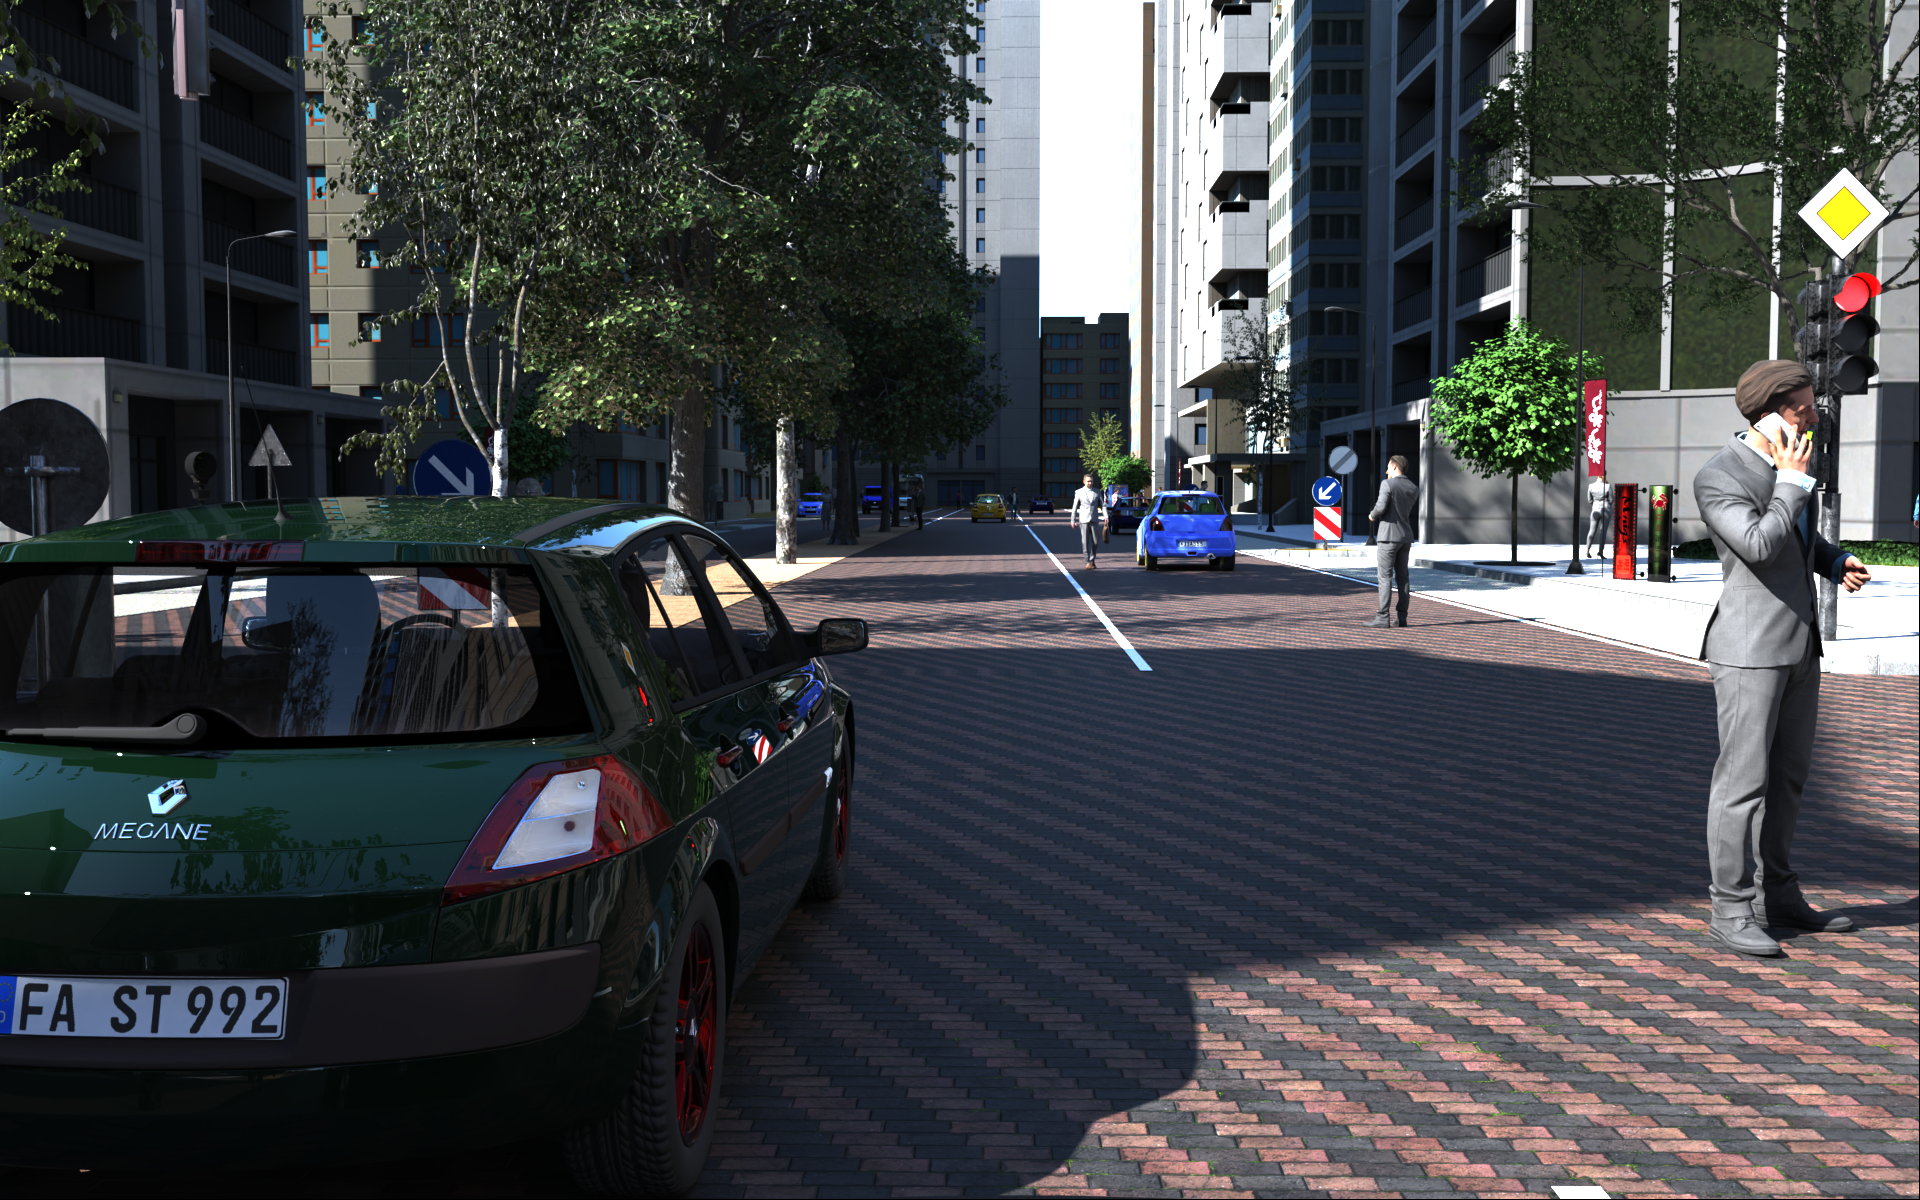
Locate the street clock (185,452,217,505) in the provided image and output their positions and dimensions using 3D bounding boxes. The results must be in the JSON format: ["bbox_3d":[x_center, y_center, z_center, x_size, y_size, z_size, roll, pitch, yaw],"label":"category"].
[{"bbox_3d":[-12.935,-1.529,29.562,0.358,2.002,0.471,2,4,29],"label":"street clock"}]

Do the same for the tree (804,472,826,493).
[{"bbox_3d":[-11.222,-8.658,136.165,1.663,3.219,1.824,0,3,0],"label":"tree"}]

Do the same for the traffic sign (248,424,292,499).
[{"bbox_3d":[-12.857,-1.974,32.273,0.884,2.594,0.081,1,4,10],"label":"traffic sign"}]

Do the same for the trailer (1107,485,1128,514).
[{"bbox_3d":[9.674,-6.086,106.553,1.471,1.999,3.904,0,4,0],"label":"trailer"}]

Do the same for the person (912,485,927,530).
[{"bbox_3d":[-1.619,-3.674,68.749,0.473,1.802,0.592,-2,4,-31],"label":"person"}]

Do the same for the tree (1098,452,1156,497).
[{"bbox_3d":[12.519,-9.383,137.129,4.285,4.588,4.351,0,3,0],"label":"tree"}]

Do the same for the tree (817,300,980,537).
[{"bbox_3d":[-3.424,-7.368,57.332,8.767,10.594,7.601,0,4,1],"label":"tree"}]

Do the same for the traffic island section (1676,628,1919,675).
[{"bbox_3d":[7.610,0.436,15.155,2.009,0.180,2.903,0,4,1],"label":"traffic island section"}]

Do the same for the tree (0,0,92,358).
[{"bbox_3d":[-14.117,-4.472,23.477,4.737,8.622,4.395,0,3,0],"label":"tree"}]

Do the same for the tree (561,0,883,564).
[{"bbox_3d":[-4.740,-10.843,35.630,12.611,20.169,13.585,0,3,0],"label":"tree"}]

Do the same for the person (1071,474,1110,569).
[{"bbox_3d":[2.485,-1.491,33.005,0.709,1.813,0.853,-1,4,-11],"label":"person"}]

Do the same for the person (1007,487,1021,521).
[{"bbox_3d":[2.861,-5.013,90.444,0.794,1.824,0.713,0,3,0],"label":"person"}]

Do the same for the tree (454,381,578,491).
[{"bbox_3d":[-12.584,-4.003,49.170,4.285,4.588,4.351,0,3,0],"label":"tree"}]

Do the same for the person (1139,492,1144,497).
[{"bbox_3d":[12.199,-6.589,117.004,0.991,1.433,0.599,-3,5,-39],"label":"person"}]

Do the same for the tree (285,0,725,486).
[{"bbox_3d":[-4.276,-3.867,16.051,4.360,8.622,3.978,0,3,0],"label":"tree"}]

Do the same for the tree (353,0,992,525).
[{"bbox_3d":[-3.905,-7.039,24.198,9.857,13.997,8.962,0,3,0],"label":"tree"}]

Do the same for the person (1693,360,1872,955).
[{"bbox_3d":[2.634,0.172,5.493,0.655,1.846,0.447,-3,4,-39],"label":"person"}]

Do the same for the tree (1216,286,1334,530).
[{"bbox_3d":[11.028,-6.851,62.377,4.360,8.622,3.978,0,3,0],"label":"tree"}]

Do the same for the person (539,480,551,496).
[{"bbox_3d":[-14.097,-3.182,58.636,0.524,1.755,0.480,0,4,-6],"label":"person"}]

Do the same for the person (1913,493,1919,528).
[{"bbox_3d":[14.232,-1.151,25.201,0.444,1.785,0.601,-2,4,-27],"label":"person"}]

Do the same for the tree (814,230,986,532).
[{"bbox_3d":[-2.917,-8.861,65.465,7.486,12.596,7.792,0,3,0],"label":"tree"}]

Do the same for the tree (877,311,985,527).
[{"bbox_3d":[-2.688,-8.951,74.558,9.928,11.665,9.643,0,3,0],"label":"tree"}]

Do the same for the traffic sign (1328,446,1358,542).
[{"bbox_3d":[10.165,-2.809,46.035,0.768,2.556,0.104,0,4,7],"label":"traffic sign"}]

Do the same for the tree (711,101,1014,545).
[{"bbox_3d":[-3.288,-7.896,48.572,9.611,12.733,9.660,0,3,0],"label":"tree"}]

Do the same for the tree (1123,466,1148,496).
[{"bbox_3d":[12.119,-7.699,120.482,1.663,3.219,1.824,0,3,0],"label":"tree"}]

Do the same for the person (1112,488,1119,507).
[{"bbox_3d":[7.793,-4.757,87.119,0.643,1.720,0.563,-1,4,-14],"label":"person"}]

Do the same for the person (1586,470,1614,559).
[{"bbox_3d":[12.722,-1.718,34.402,0.520,1.790,0.573,1,4,22],"label":"person"}]

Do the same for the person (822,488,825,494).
[{"bbox_3d":[-10.858,-8.048,138.352,1.217,1.735,0.721,-1,4,-22],"label":"person"}]

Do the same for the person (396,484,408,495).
[{"bbox_3d":[-18.730,-3.164,57.954,0.419,1.800,0.721,2,4,30],"label":"person"}]

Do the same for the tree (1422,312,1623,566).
[{"bbox_3d":[10.168,-2.914,31.362,4.285,4.588,4.351,0,3,0],"label":"tree"}]

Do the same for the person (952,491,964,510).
[{"bbox_3d":[-0.153,-8.861,154.066,1.217,1.739,0.721,2,4,30],"label":"person"}]

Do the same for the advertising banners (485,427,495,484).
[{"bbox_3d":[-12.461,-2.950,44.416,0.090,3.025,2.074,1,4,20],"label":"advertising banners"}]

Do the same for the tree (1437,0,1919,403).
[{"bbox_3d":[9.969,-5.258,20.387,8.767,10.594,7.601,1,4,13],"label":"tree"}]

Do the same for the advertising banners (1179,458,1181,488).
[{"bbox_3d":[10.619,-5.376,84.093,0.090,3.025,2.074,0,4,5],"label":"advertising banners"}]

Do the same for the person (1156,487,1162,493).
[{"bbox_3d":[11.497,-5.669,99.647,0.530,1.710,0.541,-2,4,-25],"label":"person"}]

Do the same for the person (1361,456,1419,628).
[{"bbox_3d":[4.628,-0.638,18.736,0.655,1.846,0.447,-2,4,-35],"label":"person"}]

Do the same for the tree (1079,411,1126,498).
[{"bbox_3d":[12.539,-12.327,151.912,4.737,8.622,4.395,0,3,0],"label":"tree"}]

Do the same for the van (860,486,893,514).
[{"bbox_3d":[-5.922,-7.353,124.607,2.240,2.365,5.245,0,4,2],"label":"van"}]

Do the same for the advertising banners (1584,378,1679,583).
[{"bbox_3d":[9.919,-1.807,25.729,0.090,3.025,2.074,-1,4,-18],"label":"advertising banners"}]

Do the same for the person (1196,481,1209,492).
[{"bbox_3d":[7.425,-2.725,52.923,0.638,1.841,0.748,1,4,13],"label":"person"}]

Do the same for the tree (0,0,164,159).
[{"bbox_3d":[-4.169,-3.262,6.156,4.360,8.622,3.978,0,3,0],"label":"tree"}]

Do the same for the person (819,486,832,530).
[{"bbox_3d":[-5.401,-3.697,69.508,0.480,1.755,0.524,0,4,2],"label":"person"}]
